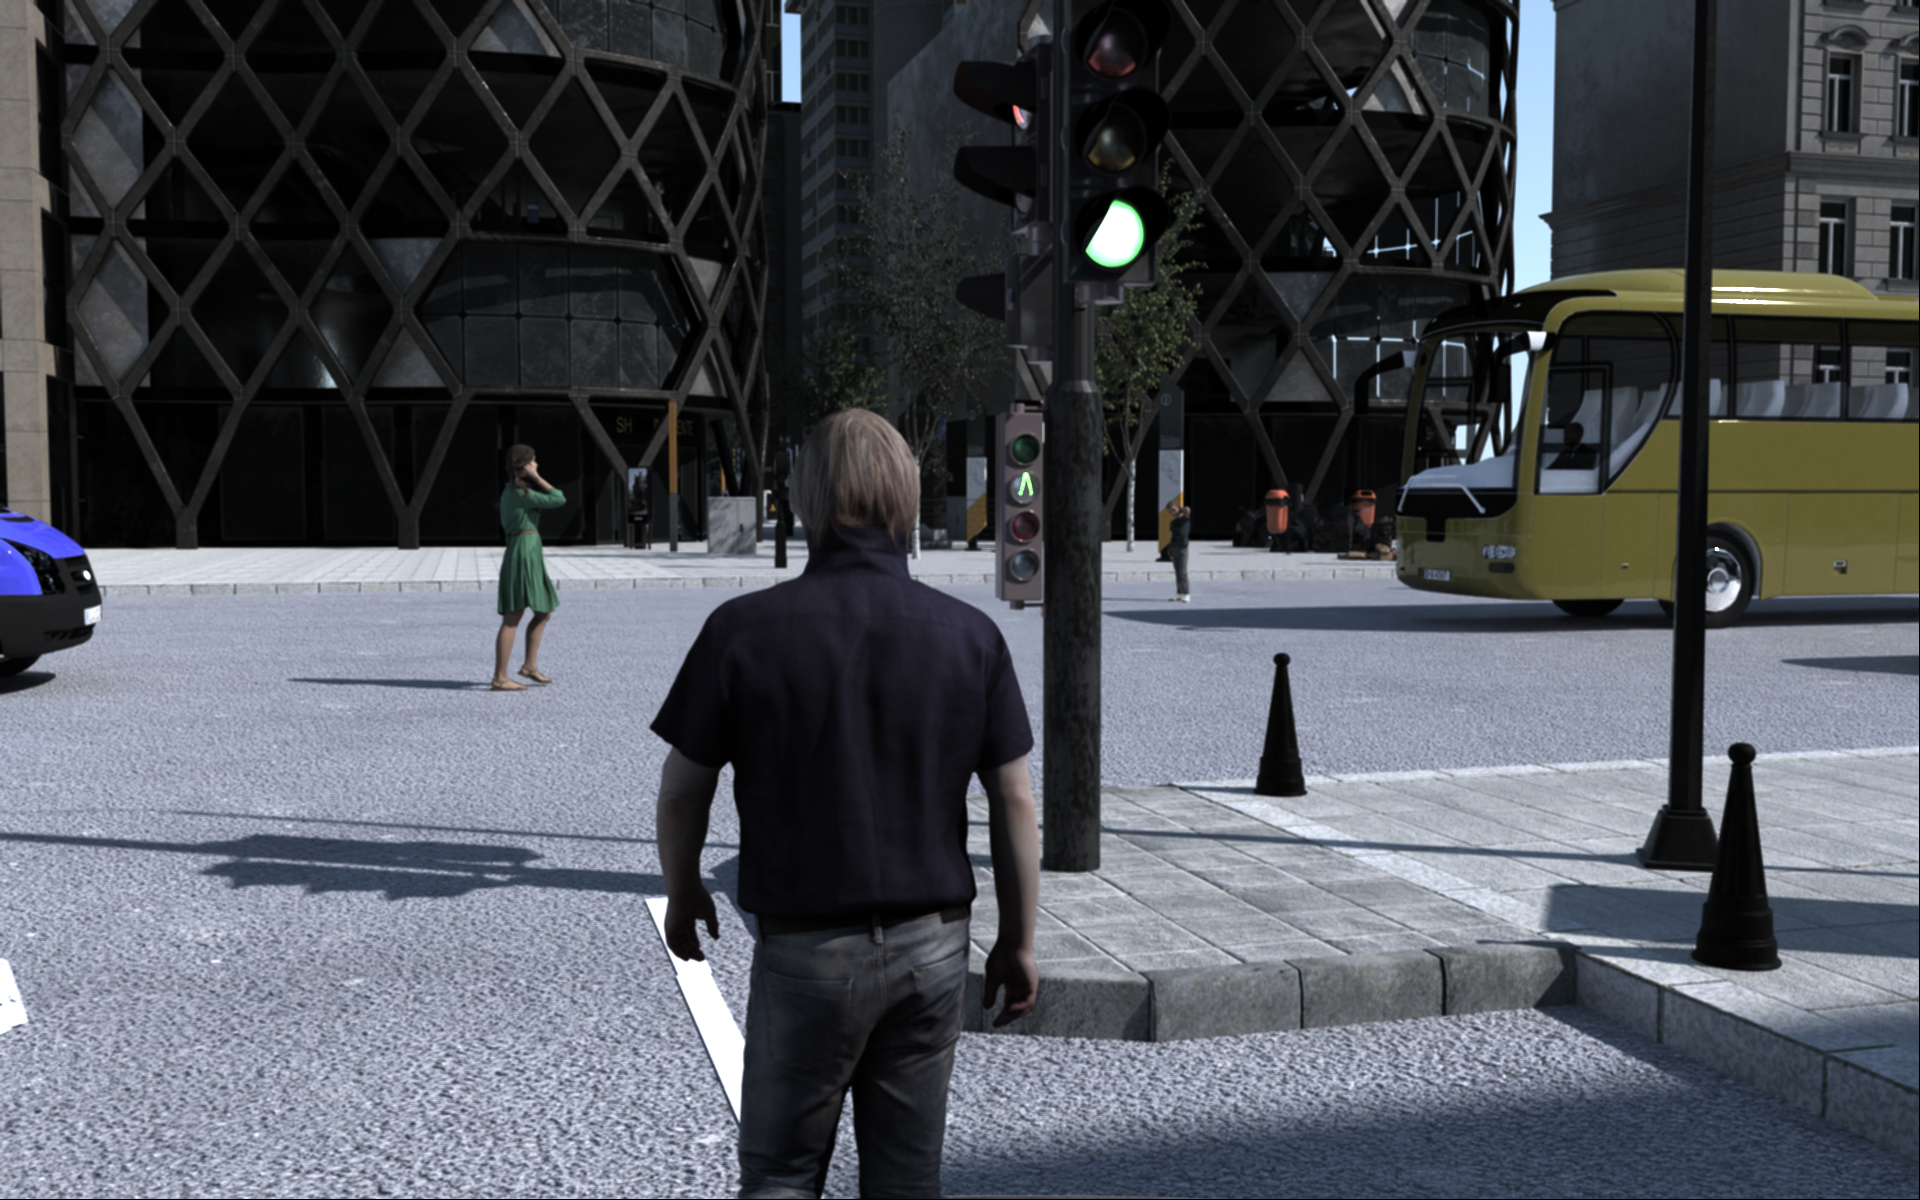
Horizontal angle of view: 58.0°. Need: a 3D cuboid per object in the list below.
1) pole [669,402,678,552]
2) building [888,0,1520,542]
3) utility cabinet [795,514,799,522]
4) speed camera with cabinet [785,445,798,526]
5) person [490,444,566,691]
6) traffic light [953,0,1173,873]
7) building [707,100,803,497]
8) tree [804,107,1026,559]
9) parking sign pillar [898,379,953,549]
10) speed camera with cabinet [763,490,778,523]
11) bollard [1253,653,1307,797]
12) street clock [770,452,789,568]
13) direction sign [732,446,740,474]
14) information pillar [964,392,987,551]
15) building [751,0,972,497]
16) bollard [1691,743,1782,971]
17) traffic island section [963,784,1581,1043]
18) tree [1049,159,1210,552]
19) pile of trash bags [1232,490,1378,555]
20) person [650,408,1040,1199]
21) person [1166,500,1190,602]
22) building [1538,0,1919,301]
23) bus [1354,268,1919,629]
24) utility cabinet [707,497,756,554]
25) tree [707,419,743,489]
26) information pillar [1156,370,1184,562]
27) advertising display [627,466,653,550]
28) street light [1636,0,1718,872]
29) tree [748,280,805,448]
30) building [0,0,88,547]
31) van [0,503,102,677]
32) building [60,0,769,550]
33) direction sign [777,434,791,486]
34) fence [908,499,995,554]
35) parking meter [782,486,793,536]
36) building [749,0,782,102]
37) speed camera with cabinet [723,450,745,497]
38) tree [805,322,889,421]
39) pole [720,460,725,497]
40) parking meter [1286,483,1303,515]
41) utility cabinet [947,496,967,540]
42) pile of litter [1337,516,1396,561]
[{"bbox_3d":[-6.357,-2.724,38.374,0.158,3.312,0.155,0,3,0],"label":"pole"},{"bbox_3d":[7.864,-11.386,53.614,16.811,18.784,16.820,-1,4,-16],"label":"building"},{"bbox_3d":[-7.921,-4.198,79.803,1.020,1.237,0.306,-1,4,-12],"label":"utility cabinet"},{"bbox_3d":[-5.848,-4.599,69.532,2.038,3.252,0.660,1,4,18],"label":"speed camera with cabinet"},{"bbox_3d":[-3.239,-0.245,12.751,0.529,1.795,0.600,-3,5,-39],"label":"person"},{"bbox_3d":[-1.637,-1.865,5.155,4.771,5.953,1.251,-1,4,-16],"label":"traffic light"},{"bbox_3d":[-11.237,-22.013,131.607,14.160,30.474,14.107,-1,4,-16],"label":"building"},{"bbox_3d":[-0.630,-5.116,34.002,4.360,8.622,3.978,0,3,0],"label":"tree"},{"bbox_3d":[-0.896,-3.218,41.080,1.447,3.967,1.447,-3,5,-42],"label":"parking sign pillar"},{"bbox_3d":[-7.971,-5.038,76.711,2.038,3.252,0.660,-3,4,-38],"label":"speed camera with cabinet"},{"bbox_3d":[1.377,0.527,7.426,0.229,0.601,0.229,0,3,0],"label":"bollard"},{"bbox_3d":[-3.113,-1.558,30.041,0.358,2.002,0.471,-1,4,-13],"label":"street clock"},{"bbox_3d":[-10.611,-5.508,82.055,0.379,3.537,0.876,1,4,16],"label":"direction sign"},{"bbox_3d":[0.361,-2.920,39.100,0.504,3.616,0.183,2,4,30],"label":"information pillar"},{"bbox_3d":[2.699,-25.867,114.800,32.217,40.220,23.993,-1,4,-16],"label":"building"},{"bbox_3d":[2.136,0.691,4.748,0.229,0.601,0.229,0,3,0],"label":"bollard"},{"bbox_3d":[0.393,0.996,5.989,2.009,0.180,2.903,-1,4,-16],"label":"traffic island section"},{"bbox_3d":[3.704,-5.388,38.455,4.737,8.622,4.395,0,3,0],"label":"tree"},{"bbox_3d":[7.626,-1.723,37.920,1.912,1.369,3.447,3,4,38],"label":"pile of trash bags"},{"bbox_3d":[-0.214,0.505,2.448,0.569,1.553,0.471,1,4,23],"label":"person"},{"bbox_3d":[2.944,-0.660,23.201,0.435,1.345,0.340,3,5,40],"label":"person"},{"bbox_3d":[34.071,-15.996,58.804,25.104,27.353,12.463,-1,4,-16],"label":"building"},{"bbox_3d":[10.797,-1.755,20.236,12.252,3.916,2.896,-1,4,-16],"label":"bus"},{"bbox_3d":[-4.889,-1.587,37.108,1.020,1.237,0.306,-1,4,-13],"label":"utility cabinet"},{"bbox_3d":[-12.052,-8.620,91.295,4.360,8.622,3.978,0,3,0],"label":"tree"},{"bbox_3d":[3.972,-2.528,32.691,0.504,3.616,0.183,2,4,34],"label":"information pillar"},{"bbox_3d":[-7.452,-2.146,40.306,0.123,1.923,0.974,-3,5,-40],"label":"advertising display"},{"bbox_3d":[1.993,-2.028,5.702,1.470,5.913,1.316,-1,4,-16],"label":"street light"},{"bbox_3d":[-4.696,-6.585,58.019,4.360,8.622,3.978,0,3,0],"label":"tree"},{"bbox_3d":[-39.194,-14.526,42.021,34.151,26.468,19.350,-1,4,-16],"label":"building"},{"bbox_3d":[-9.051,-0.486,12.324,5.245,2.365,2.240,-1,4,-16],"label":"van"},{"bbox_3d":[-13.915,-11.011,47.481,16.811,18.784,16.820,-1,4,-16],"label":"building"},{"bbox_3d":[-6.715,-4.535,66.152,0.379,3.537,0.876,2,4,28],"label":"direction sign"},{"bbox_3d":[-0.114,-1.632,37.892,2.264,1.192,0.480,-1,4,-22],"label":"fence"},{"bbox_3d":[-5.258,-2.706,52.662,0.372,1.533,0.369,0,3,0],"label":"parking meter"},{"bbox_3d":[-31.879,-47.170,209.486,20.611,71.187,20.563,-1,4,-16],"label":"building"},{"bbox_3d":[-9.871,-5.001,76.110,0.660,3.252,2.038,-2,4,-25],"label":"speed camera with cabinet"},{"bbox_3d":[-4.840,-7.541,73.650,4.737,8.622,4.395,0,3,0],"label":"tree"},{"bbox_3d":[-11.093,-5.330,80.986,0.158,3.312,0.155,0,3,0],"label":"pole"},{"bbox_3d":[7.739,-1.938,40.092,0.372,1.533,0.369,0,3,0],"label":"parking meter"},{"bbox_3d":[-0.113,-2.306,48.865,1.020,1.237,0.306,3,5,41],"label":"utility cabinet"},{"bbox_3d":[8.089,-1.212,33.778,1.176,0.858,1.719,-1,4,-17],"label":"pile of litter"}]
